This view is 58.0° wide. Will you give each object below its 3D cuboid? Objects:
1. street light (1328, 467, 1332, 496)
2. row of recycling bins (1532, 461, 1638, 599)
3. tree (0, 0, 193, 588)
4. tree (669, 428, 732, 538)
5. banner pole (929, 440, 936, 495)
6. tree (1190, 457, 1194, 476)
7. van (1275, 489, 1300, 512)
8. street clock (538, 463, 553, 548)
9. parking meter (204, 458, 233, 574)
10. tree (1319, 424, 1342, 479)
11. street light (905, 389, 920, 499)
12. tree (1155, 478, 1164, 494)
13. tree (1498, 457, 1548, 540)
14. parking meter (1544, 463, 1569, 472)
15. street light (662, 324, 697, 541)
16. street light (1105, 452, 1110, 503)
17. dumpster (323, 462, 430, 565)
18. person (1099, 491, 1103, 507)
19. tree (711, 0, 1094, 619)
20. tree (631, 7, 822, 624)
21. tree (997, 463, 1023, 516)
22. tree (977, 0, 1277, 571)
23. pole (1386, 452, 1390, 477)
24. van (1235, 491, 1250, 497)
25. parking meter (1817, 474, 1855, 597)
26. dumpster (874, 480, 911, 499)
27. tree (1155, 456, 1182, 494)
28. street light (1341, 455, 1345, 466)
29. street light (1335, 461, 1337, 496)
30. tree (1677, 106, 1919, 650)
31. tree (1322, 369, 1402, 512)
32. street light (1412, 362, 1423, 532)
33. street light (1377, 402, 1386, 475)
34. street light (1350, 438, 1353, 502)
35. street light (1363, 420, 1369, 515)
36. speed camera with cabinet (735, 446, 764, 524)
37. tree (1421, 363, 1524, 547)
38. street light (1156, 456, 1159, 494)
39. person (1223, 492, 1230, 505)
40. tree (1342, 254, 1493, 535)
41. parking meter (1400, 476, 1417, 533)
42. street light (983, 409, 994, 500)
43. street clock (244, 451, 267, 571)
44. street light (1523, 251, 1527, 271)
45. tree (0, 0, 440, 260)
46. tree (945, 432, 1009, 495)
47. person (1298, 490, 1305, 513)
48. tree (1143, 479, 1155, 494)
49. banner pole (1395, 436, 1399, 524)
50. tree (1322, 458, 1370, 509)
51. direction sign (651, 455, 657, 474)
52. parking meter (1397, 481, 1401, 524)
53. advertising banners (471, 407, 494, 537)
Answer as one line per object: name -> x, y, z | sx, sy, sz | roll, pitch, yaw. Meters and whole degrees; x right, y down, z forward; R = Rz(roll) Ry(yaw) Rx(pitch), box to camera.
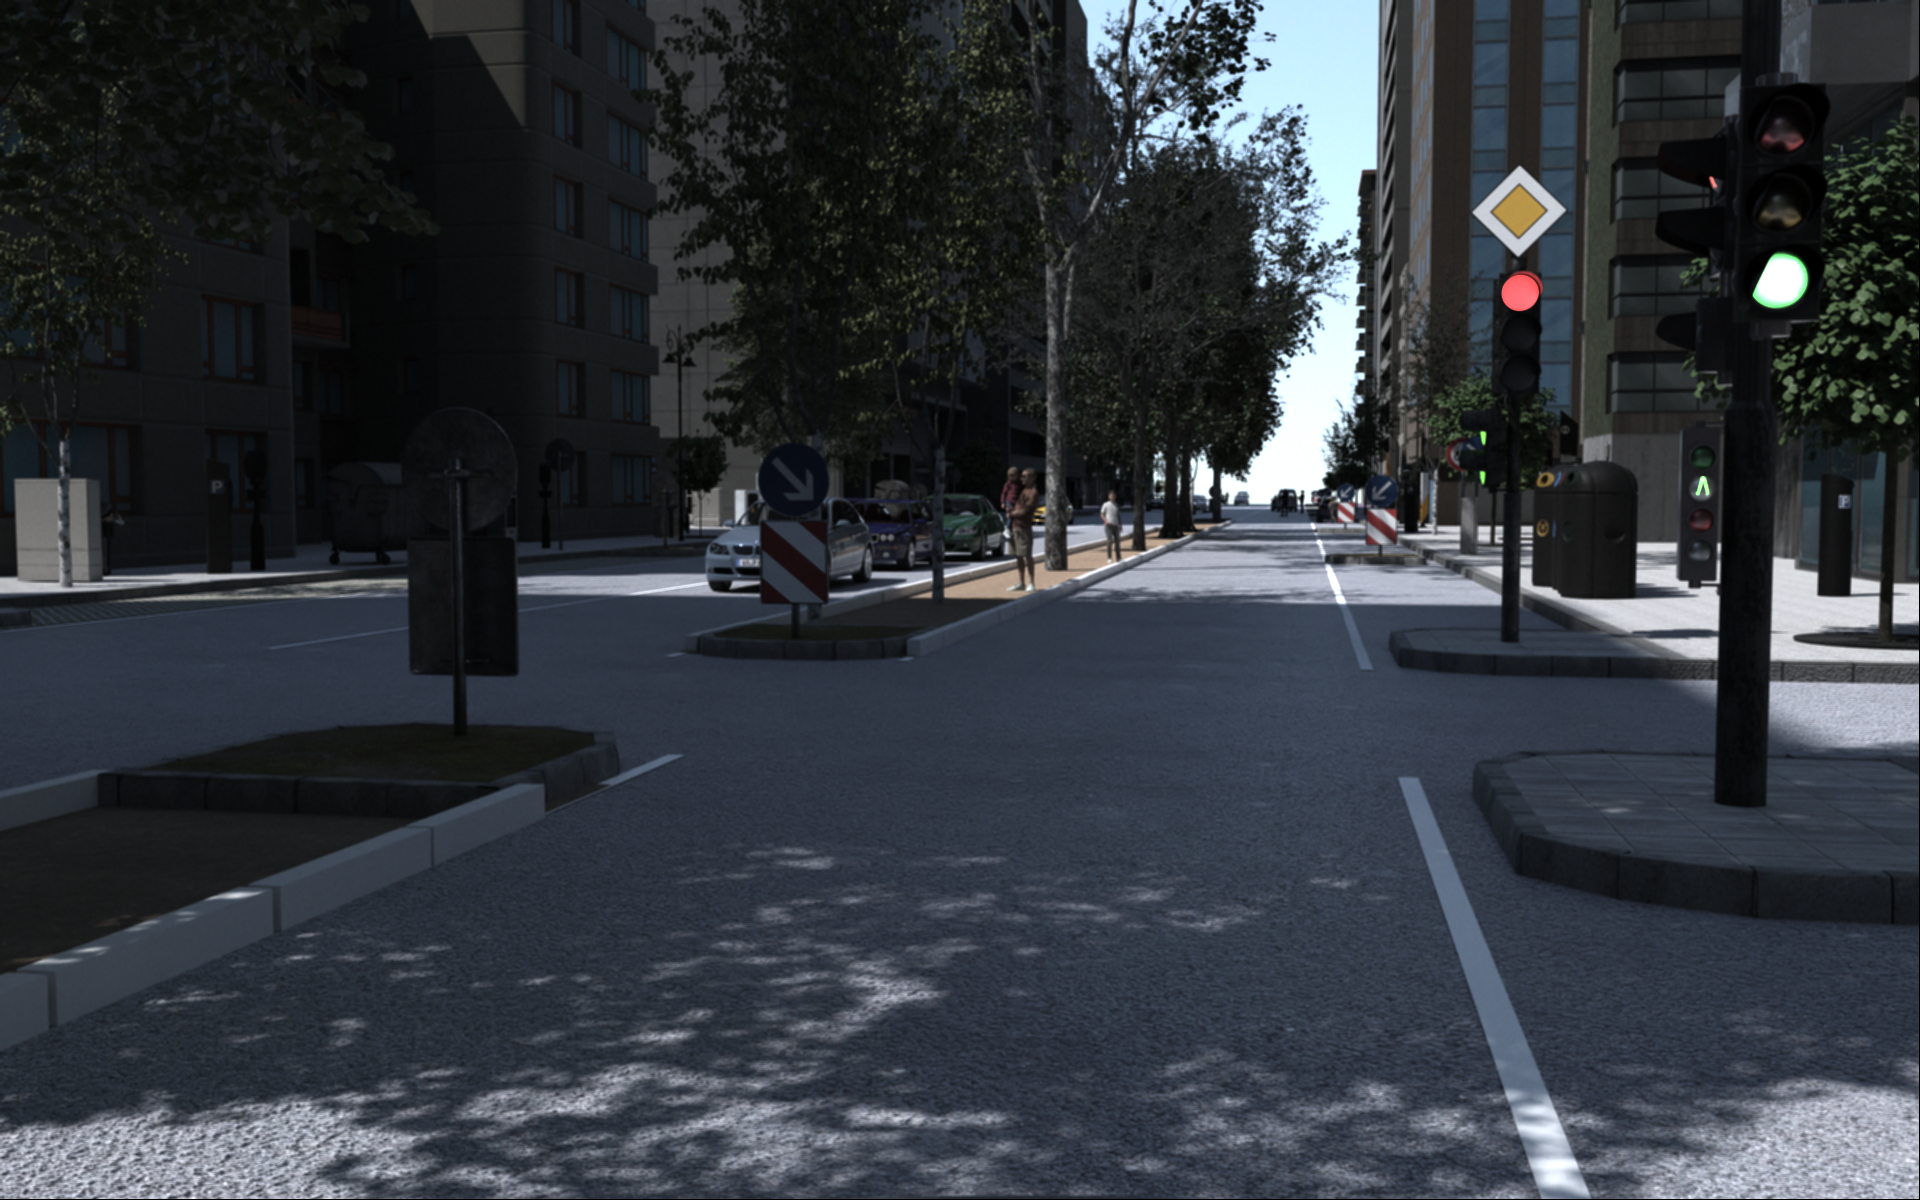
street light -> 46.347, -14.871, 215.934 | 0.468, 5.910, 1.993 | 1, 4, 11
row of recycling bins -> 8.213, -0.956, 22.751 | 1.069, 1.692, 3.534 | 1, 4, 11
tree -> -12.415, -4.488, 23.746 | 4.737, 8.622, 4.395 | 0, 3, 0
tree -> -7.664, -3.440, 50.851 | 1.663, 3.219, 1.824 | 0, 3, 0
banner pole -> -1.198, -5.507, 80.061 | 0.863, 3.779, 0.401 | 3, 5, 42
tree -> 30.667, -17.880, 242.694 | 4.360, 8.622, 3.978 | 0, 3, 0
van -> 26.916, -8.282, 142.428 | 2.013, 2.044, 4.112 | 1, 4, 11
street clock -> -9.790, -2.223, 40.910 | 0.358, 2.002, 0.471 | 0, 4, -8
parking meter -> -11.922, -1.356, 27.886 | 0.399, 1.863, 0.255 | -1, 4, -17
tree -> 38.427, -13.728, 174.812 | 4.360, 8.622, 3.978 | 0, 3, 0
street light -> -2.122, -6.263, 75.189 | 0.468, 5.910, 1.993 | 1, 4, 11
tree -> 24.145, -13.247, 211.186 | 1.663, 3.219, 1.824 | 0, 3, 0
tree -> 15.629, -3.290, 48.399 | 1.663, 3.219, 1.824 | 0, 3, 0
parking meter -> 11.178, -1.637, 32.474 | 0.399, 1.863, 0.255 | 3, 4, 38
street light -> -7.611, -4.547, 47.136 | 0.468, 5.910, 1.993 | 1, 4, 11
street light -> 12.676, -10.852, 150.224 | 0.468, 5.910, 1.993 | 1, 4, 11
dumpster -> -10.719, -1.600, 31.922 | 1.264, 1.857, 1.865 | 1, 4, 11
person -> 14.171, -10.051, 173.761 | 0.530, 1.710, 0.541 | 1, 4, 11
tree -> -0.278, -4.255, 22.391 | 4.737, 8.622, 4.395 | 0, 3, 0
tree -> -1.434, -3.933, 17.124 | 4.737, 8.622, 4.395 | 0, 3, 0
tree -> 2.788, -6.664, 103.552 | 1.663, 3.219, 1.824 | 0, 3, 0
tree -> 2.816, -10.533, 30.559 | 12.611, 20.169, 13.585 | 0, 3, 0
pole -> 20.853, -5.541, 84.438 | 0.158, 3.312, 0.155 | 0, 3, 0
van -> 39.088, -14.218, 239.470 | 2.013, 2.044, 4.112 | 1, 4, 12
parking meter -> 10.993, -0.815, 21.739 | 0.372, 1.533, 0.369 | 0, 3, 0
dumpster -> -2.833, -4.064, 72.199 | 1.264, 1.857, 1.865 | 1, 4, 11
tree -> 27.267, -16.989, 228.130 | 4.360, 8.622, 3.978 | 0, 3, 0
street light -> 36.078, -11.635, 163.025 | 0.468, 5.910, 1.993 | 1, 4, 11
street light -> 40.902, -13.155, 187.872 | 0.468, 5.910, 1.993 | 1, 4, 11
tree -> 8.022, -1.897, 14.722 | 4.285, 4.588, 4.351 | 0, 3, 0
tree -> 23.860, -9.206, 100.876 | 4.737, 8.622, 4.395 | 0, 3, 0
street light -> 15.624, -5.281, 59.140 | 0.468, 5.910, 1.993 | 1, 4, 11
street light -> 21.205, -6.996, 87.175 | 0.468, 5.910, 1.993 | 1, 4, 11
street light -> 30.465, -9.908, 134.781 | 0.468, 5.910, 1.993 | 1, 4, 11
street light -> 24.920, -8.170, 106.362 | 0.468, 5.910, 1.993 | 1, 4, 11
speed camera with cabinet -> -8.261, -4.635, 70.124 | 0.660, 3.252, 2.038 | 2, 4, 31
tree -> 13.040, -3.598, 42.534 | 4.285, 4.588, 4.351 | 0, 3, 0
street light -> 23.283, -14.157, 204.250 | 0.468, 5.910, 1.993 | 1, 4, 11
person -> 34.404, -13.102, 223.534 | 1.217, 1.723, 0.721 | -3, 4, -37
tree -> 15.050, -6.352, 54.210 | 4.360, 8.622, 3.978 | 0, 3, 0
parking meter -> 14.989, -3.177, 57.662 | 0.399, 1.863, 0.255 | 2, 4, 26
street light -> 1.557, -7.403, 93.819 | 0.468, 5.910, 1.993 | 1, 4, 11
street clock -> -11.799, -1.497, 29.050 | 0.358, 2.002, 0.471 | -3, 4, -39
street light -> 10.011, -3.567, 31.111 | 0.468, 5.910, 1.993 | 1, 4, 11
tree -> -3.311, -5.132, 4.495 | 7.486, 12.596, 7.792 | 0, 3, 0
tree -> 1.016, -6.529, 90.461 | 4.285, 4.588, 4.351 | 0, 3, 0
person -> 25.528, -7.359, 129.637 | 0.721, 1.723, 1.217 | 0, 4, -5
tree -> 19.269, -11.618, 184.562 | 1.663, 3.219, 1.824 | 0, 3, 0
banner pole -> 18.850, -5.177, 74.655 | 0.401, 3.779, 0.863 | 1, 4, 21
tree -> 34.763, -10.367, 153.216 | 4.285, 4.588, 4.351 | 0, 3, 0
direction sign -> -12.286, -4.630, 67.694 | 0.876, 3.537, 0.379 | 0, 4, -6
parking meter -> 18.762, -4.138, 73.370 | 0.255, 1.863, 0.399 | 2, 4, 24
advertising banners -> -9.855, -2.420, 35.760 | 0.090, 3.025, 2.074 | -2, 4, -27
